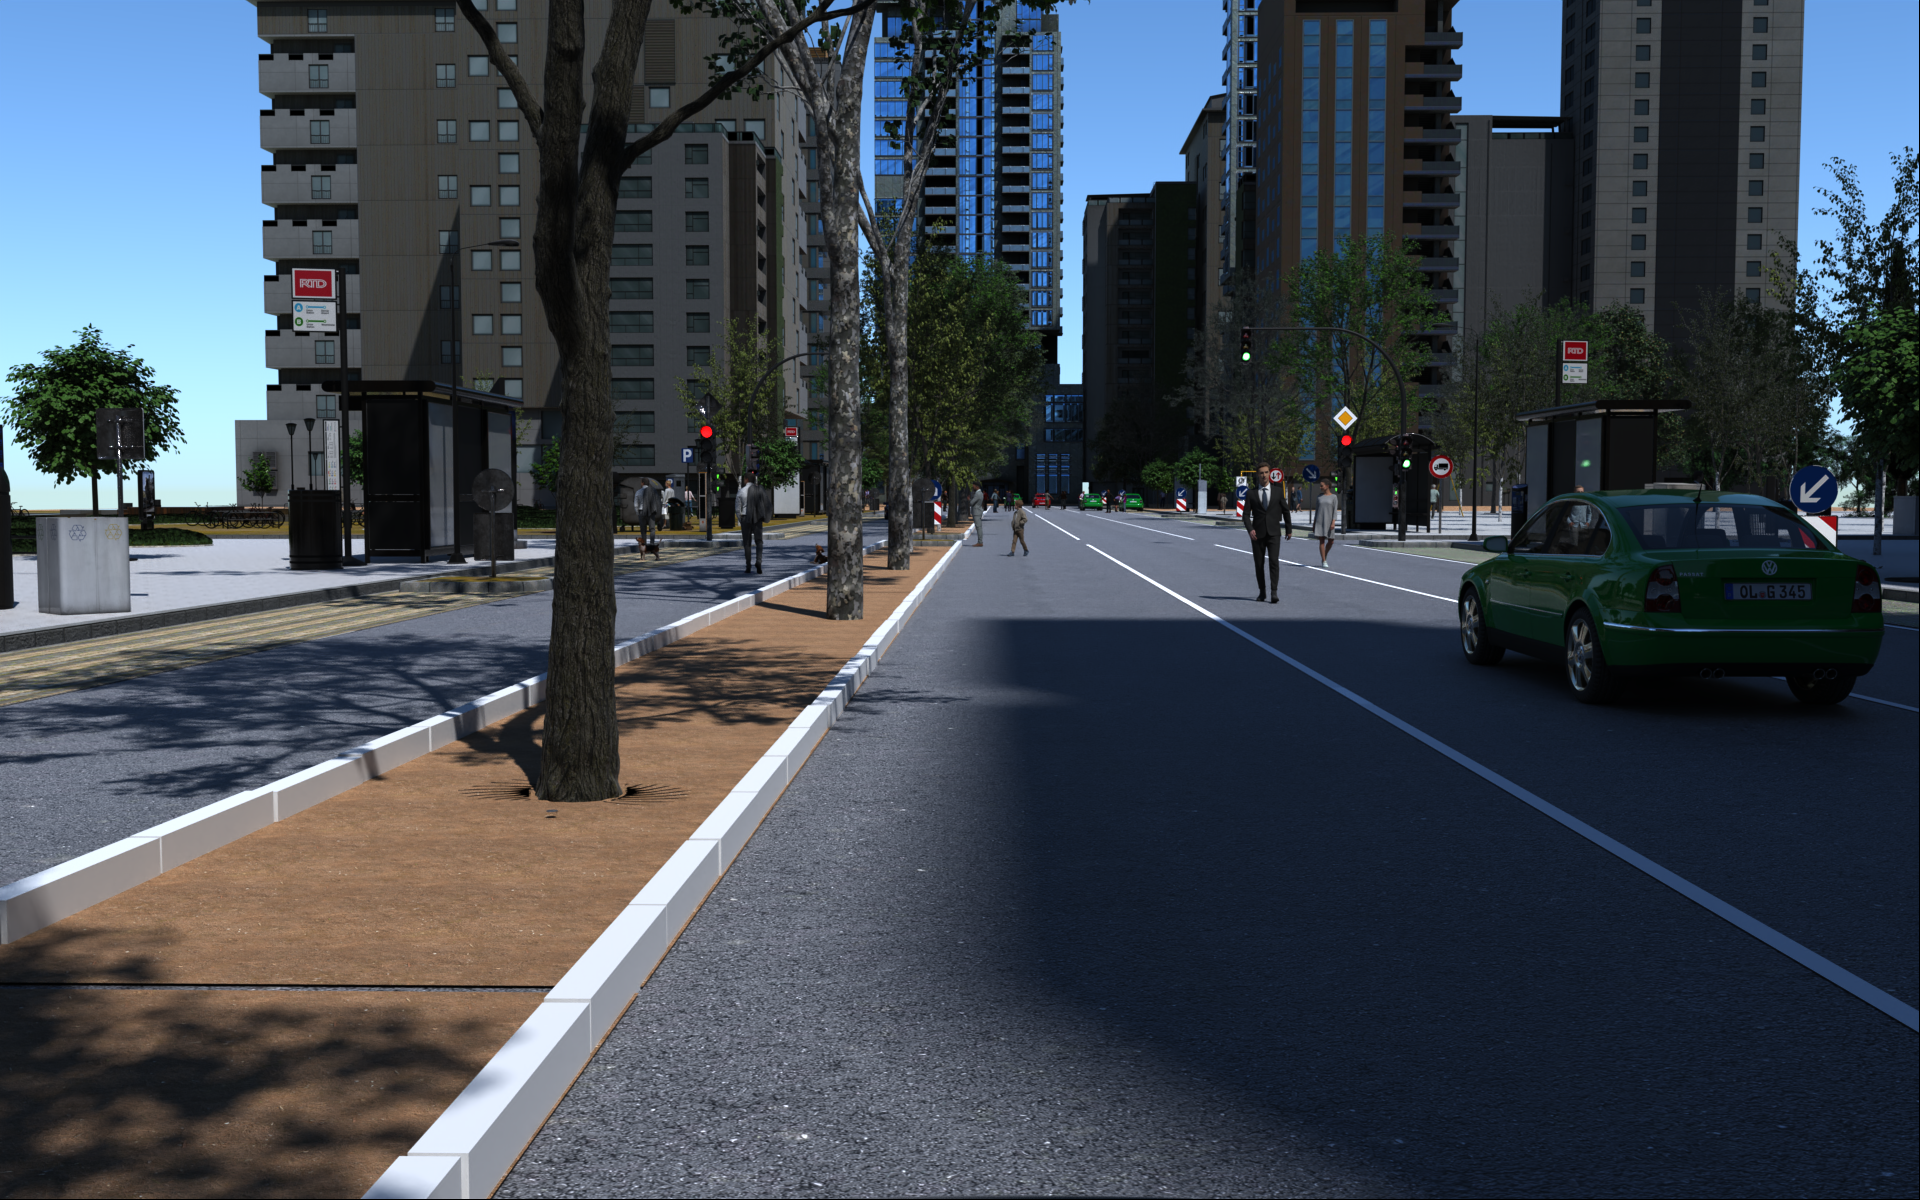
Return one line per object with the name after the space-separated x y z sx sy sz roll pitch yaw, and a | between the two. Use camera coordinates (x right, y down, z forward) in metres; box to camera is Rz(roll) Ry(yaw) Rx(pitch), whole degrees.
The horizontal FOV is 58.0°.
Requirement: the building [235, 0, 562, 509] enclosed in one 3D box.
-58.160 -36.435 184.945 27.495 52.752 28.713 0 4 1 | building

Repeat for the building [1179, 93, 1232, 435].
44.686 -39.430 233.918 27.495 52.752 28.713 0 4 1 | building

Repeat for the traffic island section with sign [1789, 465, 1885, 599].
11.576 -0.968 24.449 1.989 1.847 2.006 0 4 1 | traffic island section with sign

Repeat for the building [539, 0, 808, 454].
-28.632 -34.844 158.940 28.713 52.752 27.495 0 4 1 | building

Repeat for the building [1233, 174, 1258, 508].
31.918 -23.657 158.498 14.160 30.474 14.107 0 4 1 | building

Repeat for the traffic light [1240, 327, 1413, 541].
9.962 -4.434 47.169 4.771 5.953 1.251 0 4 1 | traffic light

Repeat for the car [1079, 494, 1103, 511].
11.402 -8.674 150.612 1.959 1.807 4.718 0 4 0 | car

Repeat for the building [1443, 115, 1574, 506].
57.809 -30.974 190.016 14.086 41.232 14.154 0 4 1 | building

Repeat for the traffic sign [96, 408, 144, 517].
-9.988 -1.131 20.617 0.606 2.300 0.079 1 4 8 | traffic sign

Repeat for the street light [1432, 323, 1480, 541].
13.516 -4.567 47.216 1.470 5.913 1.316 0 4 1 | street light

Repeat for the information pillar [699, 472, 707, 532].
-8.600 -3.302 58.476 0.304 2.012 0.304 2 4 30 | information pillar

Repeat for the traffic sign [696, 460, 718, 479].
-8.860 -3.703 60.647 0.768 2.556 0.104 0 4 6 | traffic sign

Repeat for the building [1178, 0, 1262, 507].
35.762 -53.040 179.880 22.319 86.520 31.000 0 4 1 | building

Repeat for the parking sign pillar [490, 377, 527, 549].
-10.925 -3.190 40.635 1.447 3.967 1.447 -3 5 -44 | parking sign pillar

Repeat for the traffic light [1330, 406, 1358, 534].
12.238 -4.057 55.246 0.839 4.253 0.868 0 4 1 | traffic light

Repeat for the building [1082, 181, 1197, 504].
23.444 -33.358 229.003 14.086 41.232 14.154 0 4 1 | building

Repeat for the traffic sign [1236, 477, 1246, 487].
16.468 -6.073 101.426 0.606 2.300 0.079 0 4 6 | traffic sign

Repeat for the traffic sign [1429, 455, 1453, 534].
15.606 -3.434 56.244 0.768 2.556 0.104 1 4 10 | traffic sign

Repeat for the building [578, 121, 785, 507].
-21.880 -22.411 138.127 14.160 30.474 14.107 0 4 1 | building

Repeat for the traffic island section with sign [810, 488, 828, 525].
-5.868 -4.389 80.388 1.989 1.847 2.006 0 4 1 | traffic island section with sign

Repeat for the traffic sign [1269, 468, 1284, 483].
15.397 -5.161 84.486 0.768 2.556 0.104 0 4 2 | traffic sign

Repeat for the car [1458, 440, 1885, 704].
5.144 -0.268 13.174 1.959 1.807 4.718 0 4 1 | car

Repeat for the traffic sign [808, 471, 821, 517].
-8.044 -5.853 95.798 0.768 2.556 0.104 0 4 6 | traffic sign

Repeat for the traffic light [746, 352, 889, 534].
-4.625 -4.953 55.650 4.771 5.953 1.251 0 4 1 | traffic light

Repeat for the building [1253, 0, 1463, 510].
32.508 -30.201 143.900 14.600 45.320 14.200 0 4 1 | building

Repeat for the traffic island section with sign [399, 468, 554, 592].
-7.114 -1.062 25.986 1.989 1.847 2.006 0 4 1 | traffic island section with sign

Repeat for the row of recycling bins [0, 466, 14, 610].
-10.971 -0.661 17.914 1.069 1.692 3.534 0 4 -4 | row of recycling bins

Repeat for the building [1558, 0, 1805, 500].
75.084 -45.715 185.688 20.611 71.187 20.563 0 4 1 | building

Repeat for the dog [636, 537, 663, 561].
-6.673 -1.096 37.211 0.406 0.507 0.540 1 4 14 | dog

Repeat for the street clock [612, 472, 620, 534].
-11.230 -3.149 56.053 0.358 2.002 0.471 -3 5 -44 | street clock

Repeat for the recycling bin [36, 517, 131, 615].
-9.505 -0.381 18.781 0.722 1.027 0.722 3 5 42 | recycling bin

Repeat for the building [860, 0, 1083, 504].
0.629 -56.226 231.966 31.000 86.520 22.319 0 4 1 | building

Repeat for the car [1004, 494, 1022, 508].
5.354 -10.174 175.148 1.959 1.807 4.718 0 4 1 | car

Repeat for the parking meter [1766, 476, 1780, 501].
26.694 -3.130 56.892 0.399 1.863 0.255 3 4 38 | parking meter

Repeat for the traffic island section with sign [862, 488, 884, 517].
-5.249 -6.037 107.336 1.989 1.847 2.006 0 4 1 | traffic island section with sign

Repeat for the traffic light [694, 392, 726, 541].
-6.901 -3.594 47.679 0.839 4.253 0.868 0 4 1 | traffic light

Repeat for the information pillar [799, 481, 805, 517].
-8.979 -5.742 98.381 0.304 2.012 0.304 0 4 -2 | information pillar

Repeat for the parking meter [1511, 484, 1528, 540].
13.582 -2.058 42.056 0.372 1.533 0.369 0 3 0 | parking meter

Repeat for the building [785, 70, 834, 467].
-29.140 -34.681 186.643 30.456 49.044 23.786 0 4 1 | building

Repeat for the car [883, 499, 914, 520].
-3.380 -5.258 98.547 1.945 1.354 3.894 0 4 0 | car

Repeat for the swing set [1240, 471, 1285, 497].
20.668 -7.357 117.901 3.119 2.851 2.862 0 4 1 | swing set

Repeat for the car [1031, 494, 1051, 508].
8.397 -10.391 178.934 2.155 1.783 4.494 0 4 0 | car

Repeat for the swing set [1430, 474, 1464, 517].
26.649 -6.165 98.412 2.862 2.851 3.119 -2 4 -31 | swing set

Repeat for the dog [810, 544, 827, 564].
-2.902 -0.940 35.565 0.550 0.427 0.748 1 4 11 | dog

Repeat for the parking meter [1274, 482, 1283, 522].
14.879 -4.605 81.011 0.399 1.863 0.255 -1 4 -14 | parking meter

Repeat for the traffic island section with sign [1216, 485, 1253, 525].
12.854 -4.362 79.951 1.989 1.847 2.006 0 4 1 | traffic island section with sign

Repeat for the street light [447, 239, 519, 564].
-8.737 -3.622 31.767 1.470 5.913 1.316 0 4 1 | street light

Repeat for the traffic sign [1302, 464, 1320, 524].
15.109 -4.556 74.604 0.768 2.556 0.104 0 4 2 | traffic sign

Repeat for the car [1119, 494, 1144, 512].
14.025 -8.150 142.052 1.959 1.807 4.718 0 4 1 | car

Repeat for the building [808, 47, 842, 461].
-29.004 -42.230 232.462 28.212 58.520 21.231 0 4 1 | building
